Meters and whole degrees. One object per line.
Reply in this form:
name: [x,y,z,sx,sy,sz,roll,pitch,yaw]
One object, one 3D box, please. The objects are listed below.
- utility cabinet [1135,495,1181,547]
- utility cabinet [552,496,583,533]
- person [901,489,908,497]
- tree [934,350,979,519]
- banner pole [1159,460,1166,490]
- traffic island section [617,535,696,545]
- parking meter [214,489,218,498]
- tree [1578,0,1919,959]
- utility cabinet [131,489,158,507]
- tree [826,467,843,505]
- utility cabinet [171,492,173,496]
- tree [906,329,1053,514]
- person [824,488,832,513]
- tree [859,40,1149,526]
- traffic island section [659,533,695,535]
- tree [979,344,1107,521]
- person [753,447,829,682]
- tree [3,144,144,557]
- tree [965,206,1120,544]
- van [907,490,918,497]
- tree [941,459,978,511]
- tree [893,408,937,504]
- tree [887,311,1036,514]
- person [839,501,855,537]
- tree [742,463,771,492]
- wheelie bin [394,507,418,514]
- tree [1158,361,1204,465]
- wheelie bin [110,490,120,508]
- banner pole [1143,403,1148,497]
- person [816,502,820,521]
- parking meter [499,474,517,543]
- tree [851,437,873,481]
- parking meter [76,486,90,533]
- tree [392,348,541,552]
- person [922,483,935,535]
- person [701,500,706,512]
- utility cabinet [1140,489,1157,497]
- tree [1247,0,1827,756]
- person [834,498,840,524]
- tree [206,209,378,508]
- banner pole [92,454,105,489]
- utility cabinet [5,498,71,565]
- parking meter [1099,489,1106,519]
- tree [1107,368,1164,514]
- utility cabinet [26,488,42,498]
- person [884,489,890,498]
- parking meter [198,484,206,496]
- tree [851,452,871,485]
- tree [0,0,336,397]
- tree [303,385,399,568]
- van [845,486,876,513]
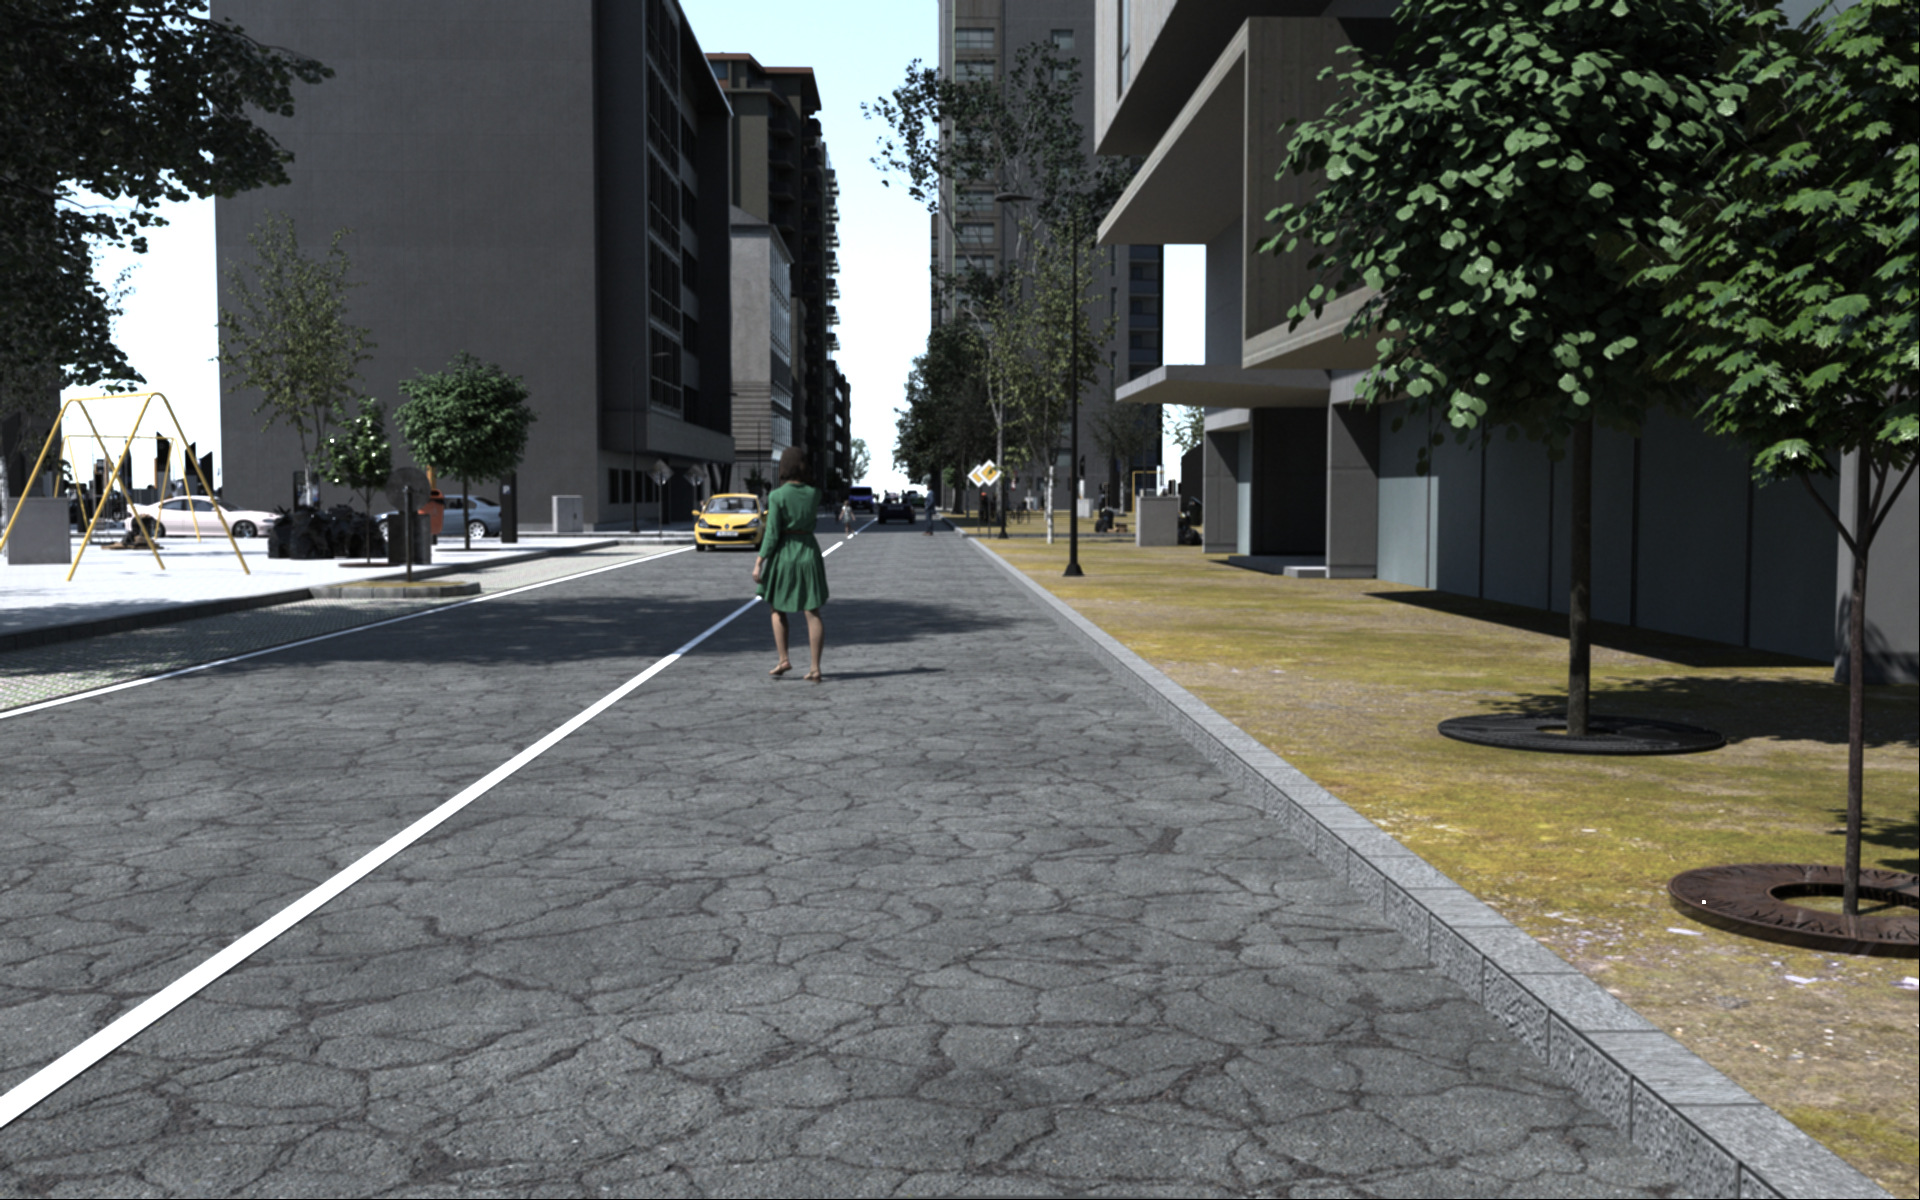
utility cabinet: [4.824,-1.912,42.422,1.020,1.237,0.306,-1,4,-17]
utility cabinet: [-12.932,-2.813,57.150,0.306,1.237,1.020,3,5,42]
person: [-4.004,-7.061,124.302,0.623,1.781,0.721,1,4,13]
tree: [0.534,-8.485,89.085,4.360,8.622,3.978,0,3,0]
banner pole: [15.071,-8.485,128.748,0.401,3.779,0.863,-2,4,-32]
traffic island section: [-8.573,-1.664,49.492,2.009,0.180,2.903,0,4,-2]
parking meter: [-37.392,-4.824,87.286,0.372,1.533,0.369,0,3,0]
tree: [2.679,-0.639,5.048,1.663,3.219,1.824,0,3,0]
utility cabinet: [-32.410,-3.699,69.155,1.173,1.500,0.318,0,4,-3]
tree: [-15.573,-13.775,208.926,4.285,4.588,4.351,0,3,0]
utility cabinet: [-49.991,-6.107,108.523,1.173,1.500,0.318,-3,4,-36]
tree: [1.201,-9.963,97.313,8.767,10.594,7.601,0,4,-1]
person: [-9.989,-7.513,130.697,0.648,1.900,0.474,1,4,9]
tree: [3.069,-13.132,70.599,12.611,20.169,13.585,0,3,0]
traffic island section: [-8.789,-2.153,57.475,2.009,0.180,2.903,0,4,-2]
tree: [3.975,-8.132,83.317,4.360,8.622,3.978,0,3,0]
person: [-1.268,-0.279,13.308,0.600,1.795,0.529,-3,5,-41]
tree: [-19.121,-5.171,34.914,4.360,8.622,3.978,0,3,0]
tree: [2.293,-5.779,44.853,4.737,8.622,4.395,0,3,0]
van: [-7.817,-17.035,282.904,2.240,2.365,5.245,0,4,-2]
tree: [0.121,-9.250,134.949,4.285,4.588,4.351,0,3,0]
tree: [-3.307,-19.012,217.504,9.857,13.997,8.962,0,3,0]
tree: [-0.049,-11.742,108.988,9.611,12.733,9.660,0,3,0]
person: [-3.785,-2.727,58.096,0.505,1.210,0.382,-2,4,-35]
tree: [-13.039,-7.026,109.474,1.663,3.219,1.824,0,3,0]
wheelie bin: [-15.441,-2.494,48.685,0.980,1.594,0.693,-1,4,-19]
tree: [13.098,-8.858,95.186,4.737,8.622,4.395,0,3,0]
wheelie bin: [-61.715,-7.256,126.551,0.980,1.594,0.693,3,5,39]
banner pole: [5.082,-3.522,47.597,0.401,3.779,0.863,0,4,6]
person: [-7.426,-4.828,87.556,0.853,1.813,0.709,3,5,40]
parking meter: [-11.803,-2.419,45.258,0.399,1.863,0.255,1,4,12]
tree: [-18.316,-22.376,291.602,9.928,11.665,9.643,0,3,0]
parking meter: [-28.833,-2.969,56.949,0.372,1.533,0.369,0,3,0]
tree: [-11.142,-3.399,39.289,4.285,4.588,4.351,0,3,0]
person: [-1.064,-3.156,60.278,0.419,1.800,0.721,-1,4,-13]
person: [-8.856,-2.868,60.408,0.382,1.210,0.505,-2,4,-27]
utility cabinet: [8.811,-4.418,80.912,0.318,1.500,1.173,2,4,34]
tree: [3.230,-1.554,9.121,4.285,4.588,4.351,0,3,0]
person: [-5.854,-4.250,82.676,0.352,1.250,0.332,1,4,16]
tree: [-16.921,-5.765,44.613,4.737,8.622,4.395,0,3,0]
banner pole: [-53.775,-7.219,108.053,0.863,3.779,0.401,-1,4,-9]
utility cabinet: [-16.829,-1.252,31.624,1.020,1.237,0.306,-2,4,-32]
parking meter: [7.476,-5.040,90.813,0.372,1.533,0.369,0,3,0]
tree: [9.793,-9.272,101.959,4.360,8.622,3.978,0,3,0]
utility cabinet: [-33.849,-3.308,62.769,1.173,1.500,0.318,1,4,16]
person: [-5.390,-7.255,127.472,0.721,1.781,0.623,-2,4,-24]
parking meter: [-41.346,-5.423,94.376,0.255,1.863,0.399,3,5,43]
tree: [-16.799,-20.160,279.978,4.737,8.622,4.395,0,3,0]
tree: [-10.219,-6.629,15.044,9.857,13.997,8.962,0,3,0]
tree: [-10.470,-2.210,30.739,1.663,3.219,1.824,0,3,0]
van: [-7.413,-7.668,129.754,2.240,2.365,5.245,0,4,-2]
